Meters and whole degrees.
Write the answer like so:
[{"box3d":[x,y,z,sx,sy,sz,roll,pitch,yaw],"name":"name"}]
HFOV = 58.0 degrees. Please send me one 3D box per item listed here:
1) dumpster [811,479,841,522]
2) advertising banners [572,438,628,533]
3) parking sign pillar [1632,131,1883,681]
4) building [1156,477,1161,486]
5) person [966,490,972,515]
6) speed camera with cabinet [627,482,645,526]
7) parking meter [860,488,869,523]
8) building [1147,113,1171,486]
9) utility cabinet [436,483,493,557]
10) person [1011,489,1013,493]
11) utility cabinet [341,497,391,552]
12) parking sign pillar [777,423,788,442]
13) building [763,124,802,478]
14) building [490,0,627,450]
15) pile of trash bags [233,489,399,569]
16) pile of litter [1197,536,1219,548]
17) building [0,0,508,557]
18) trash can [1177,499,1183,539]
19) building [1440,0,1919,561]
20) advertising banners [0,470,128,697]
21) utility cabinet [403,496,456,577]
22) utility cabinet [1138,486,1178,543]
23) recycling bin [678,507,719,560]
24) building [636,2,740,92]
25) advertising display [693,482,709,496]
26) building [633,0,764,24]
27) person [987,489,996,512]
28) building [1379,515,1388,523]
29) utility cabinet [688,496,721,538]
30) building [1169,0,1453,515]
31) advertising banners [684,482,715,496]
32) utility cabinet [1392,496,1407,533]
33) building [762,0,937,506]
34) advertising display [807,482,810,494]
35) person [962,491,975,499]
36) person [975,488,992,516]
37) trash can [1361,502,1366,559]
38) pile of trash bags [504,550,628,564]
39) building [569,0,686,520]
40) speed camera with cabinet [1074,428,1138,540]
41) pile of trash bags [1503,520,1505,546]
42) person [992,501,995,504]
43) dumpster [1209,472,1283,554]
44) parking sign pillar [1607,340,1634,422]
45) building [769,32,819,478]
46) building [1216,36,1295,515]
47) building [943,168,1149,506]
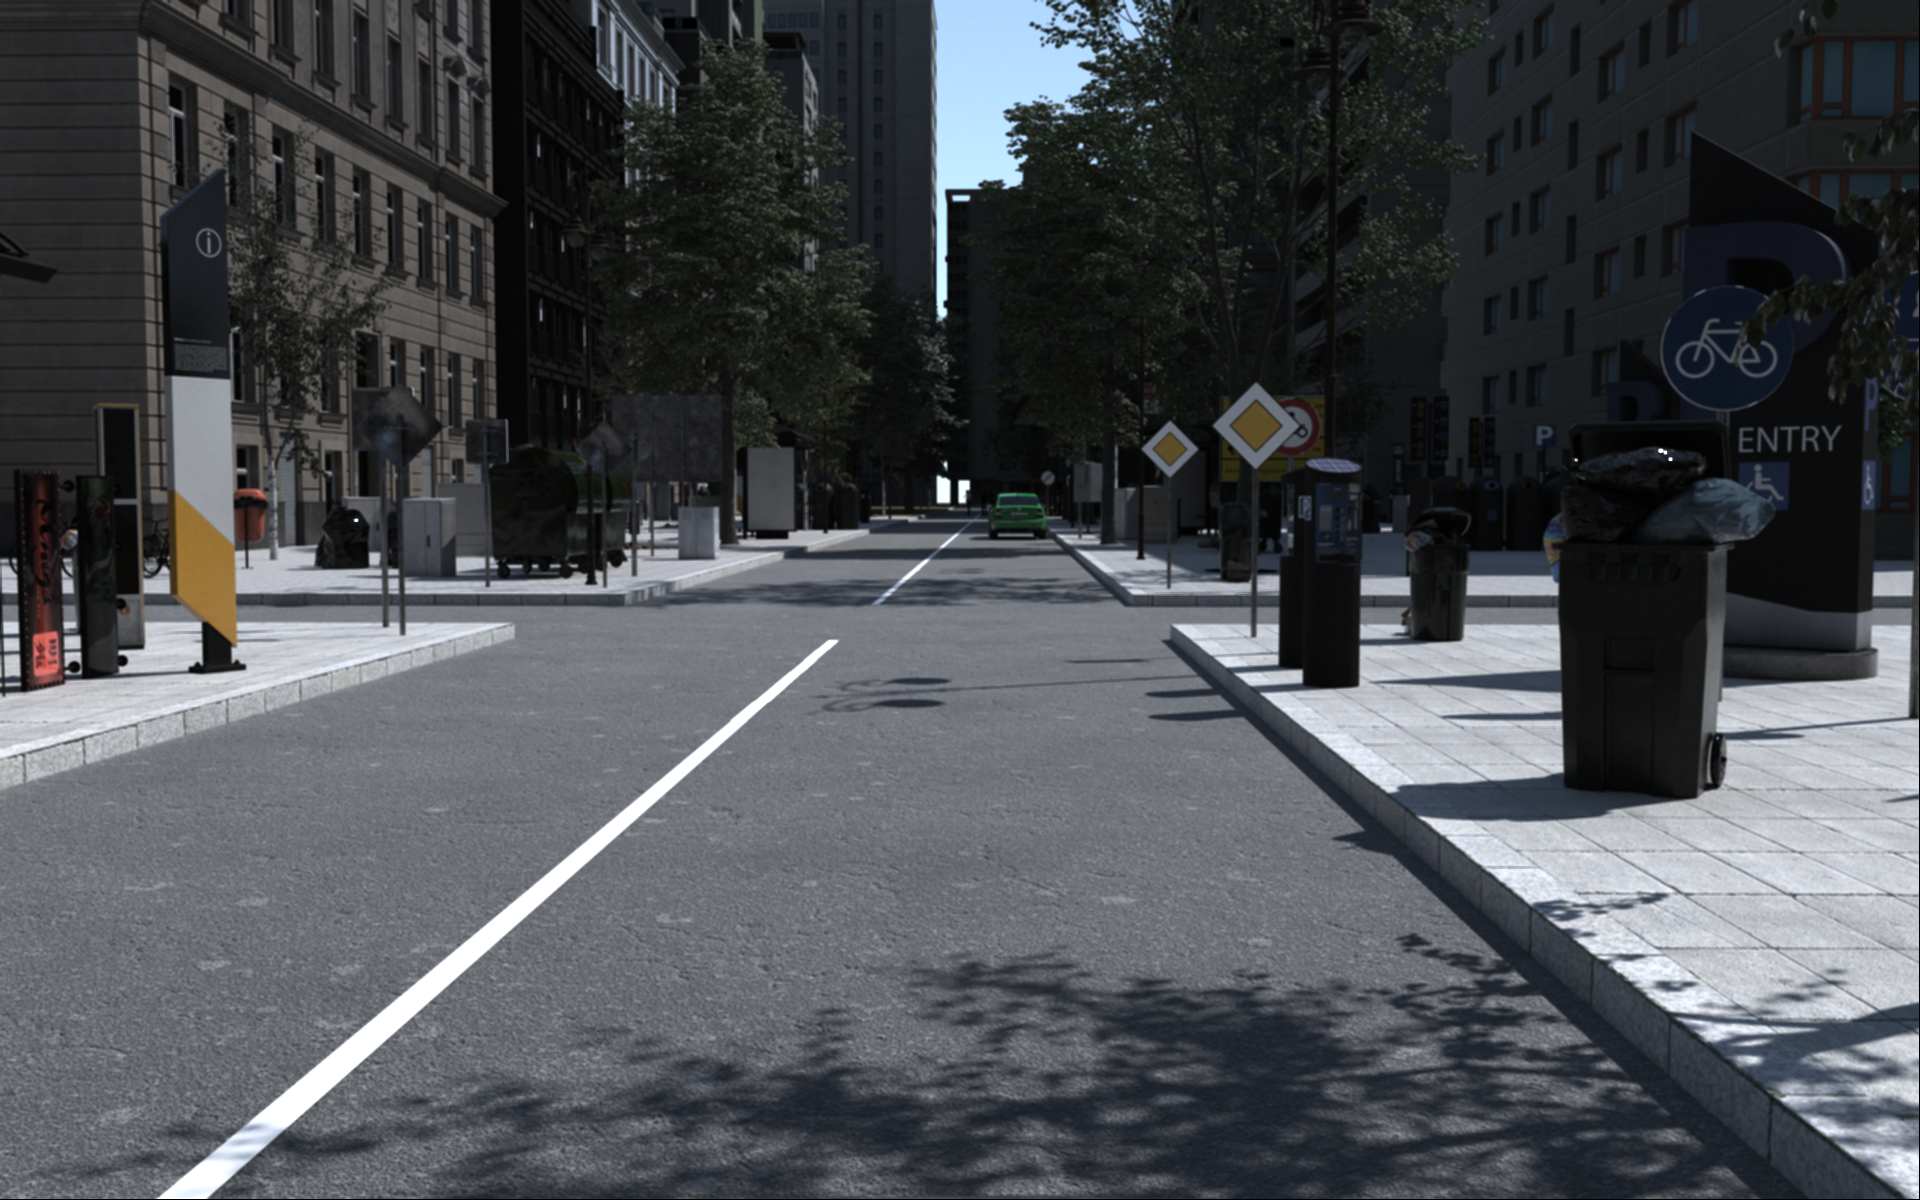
[{"box3d":[-4.960,-3.651,65.447,1.264,1.857,1.865,0,4,1],"name":"dumpster"},{"box3d":[-11.365,-3.579,54.697,0.090,3.025,2.074,3,5,42],"name":"advertising banners"},{"box3d":[5.865,-1.469,12.486,1.447,3.967,1.447,3,5,41],"name":"parking sign pillar"},{"box3d":[28.429,-43.582,150.818,20.563,71.187,20.611,0,4,1],"name":"building"},{"box3d":[0.522,-6.595,117.259,0.436,1.711,0.756,2,4,34],"name":"person"},{"box3d":[-13.198,-4.616,69.813,0.660,3.252,2.038,-1,4,-22],"name":"speed camera with cabinet"},{"box3d":[-4.206,-4.160,76.433,0.372,1.533,0.369,0,3,0],"name":"parking meter"},{"box3d":[29.055,-33.583,199.187,14.200,45.320,14.600,0,4,1],"name":"building"},{"box3d":[-10.015,-1.621,35.187,1.173,1.500,0.318,-2,4,-26],"name":"utility cabinet"},{"box3d":[3.835,-7.336,128.444,1.348,1.824,0.705,-2,4,-24],"name":"person"},{"box3d":[-13.182,-1.672,38.492,1.020,1.237,0.306,-3,5,-44],"name":"utility cabinet"},{"box3d":[-6.648,-4.788,66.758,1.447,3.967,1.447,1,4,11],"name":"parking sign pillar"},{"box3d":[-20.150,-22.202,134.699,14.160,30.474,14.107,0,4,1],"name":"building"},{"box3d":[-20.785,-14.520,67.086,12.332,23.373,15.834,0,4,1],"name":"building"},{"box3d":[-10.936,-1.255,30.268,3.447,1.369,1.912,-1,4,-11],"name":"pile of trash bags"},{"box3d":[6.237,-1.669,41.253,1.176,0.858,1.719,0,4,2],"name":"pile of litter"},{"box3d":[-21.678,-15.245,46.522,12.463,27.353,25.104,0,4,1],"name":"building"},{"box3d":[5.730,-2.191,47.476,0.748,1.137,0.748,0,3,0],"name":"trash can"},{"box3d":[30.937,-12.305,46.224,28.899,21.520,27.650,0,4,1],"name":"building"},{"box3d":[-6.055,-0.930,11.386,0.090,3.025,2.074,0,4,0],"name":"advertising banners"},{"box3d":[-8.304,-0.972,27.047,1.020,1.237,0.306,3,4,37],"name":"utility cabinet"},{"box3d":[5.165,-2.242,45.336,0.318,1.500,1.173,-3,4,-38],"name":"utility cabinet"},{"box3d":[-5.149,-1.321,34.156,0.722,1.027,0.722,0,4,0],"name":"recycling bin"},{"box3d":[-21.360,-20.454,106.127,14.160,30.474,14.107,0,4,1],"name":"building"},{"box3d":[-13.908,-5.375,93.090,0.123,1.923,0.974,3,5,43],"name":"advertising display"},{"box3d":[-21.390,-26.690,119.978,14.154,41.232,14.086,0,4,1],"name":"building"},{"box3d":[2.498,-7.921,138.035,0.705,1.821,1.348,3,4,37],"name":"person"},{"box3d":[29.170,-28.304,86.473,21.300,48.544,21.600,0,4,1],"name":"building"},{"box3d":[-7.412,-2.408,50.525,1.020,1.237,0.306,-3,4,-36],"name":"utility cabinet"},{"box3d":[27.493,-30.994,130.461,21.300,48.544,21.600,0,4,1],"name":"building"},{"box3d":[-13.290,-5.593,87.637,2.074,3.025,0.090,2,4,27],"name":"advertising banners"},{"box3d":[14.790,-2.811,57.129,1.020,1.237,0.306,3,4,39],"name":"utility cabinet"},{"box3d":[-16.853,-40.433,203.073,28.212,58.520,21.231,0,4,1],"name":"building"},{"box3d":[-6.911,-4.462,78.160,0.123,1.923,0.974,-1,4,-13],"name":"advertising display"},{"box3d":[0.874,-10.205,175.349,1.348,1.824,0.705,-1,4,-18],"name":"person"},{"box3d":[1.588,-6.538,115.403,1.348,1.822,0.705,2,4,32],"name":"person"},{"box3d":[7.261,-1.280,32.583,0.748,1.137,0.748,0,3,0],"name":"trash can"},{"box3d":[-7.222,-1.425,33.044,1.912,1.369,3.447,1,4,11],"name":"pile of trash bags"},{"box3d":[-21.828,-18.291,84.958,13.634,28.700,20.117,0,4,1],"name":"building"},{"box3d":[4.160,-3.361,49.283,0.660,3.252,2.038,-3,5,-43],"name":"speed camera with cabinet"},{"box3d":[12.645,-2.025,42.856,1.912,1.369,3.447,2,4,30],"name":"pile of trash bags"},{"box3d":[2.711,-6.553,118.899,1.065,1.426,0.557,0,4,1],"name":"person"},{"box3d":[6.351,-2.179,38.116,1.502,2.255,1.985,0,4,2],"name":"dumpster"},{"box3d":[11.669,-2.520,29.672,1.447,3.967,1.447,-1,4,-20],"name":"parking sign pillar"},{"box3d":[-20.107,-28.934,156.672,14.086,41.232,14.154,0,4,1],"name":"building"},{"box3d":[23.656,-20.892,113.283,14.160,30.474,14.107,0,4,1],"name":"building"},{"box3d":[10.180,-31.586,208.308,23.993,40.220,32.217,0,4,1],"name":"building"}]
